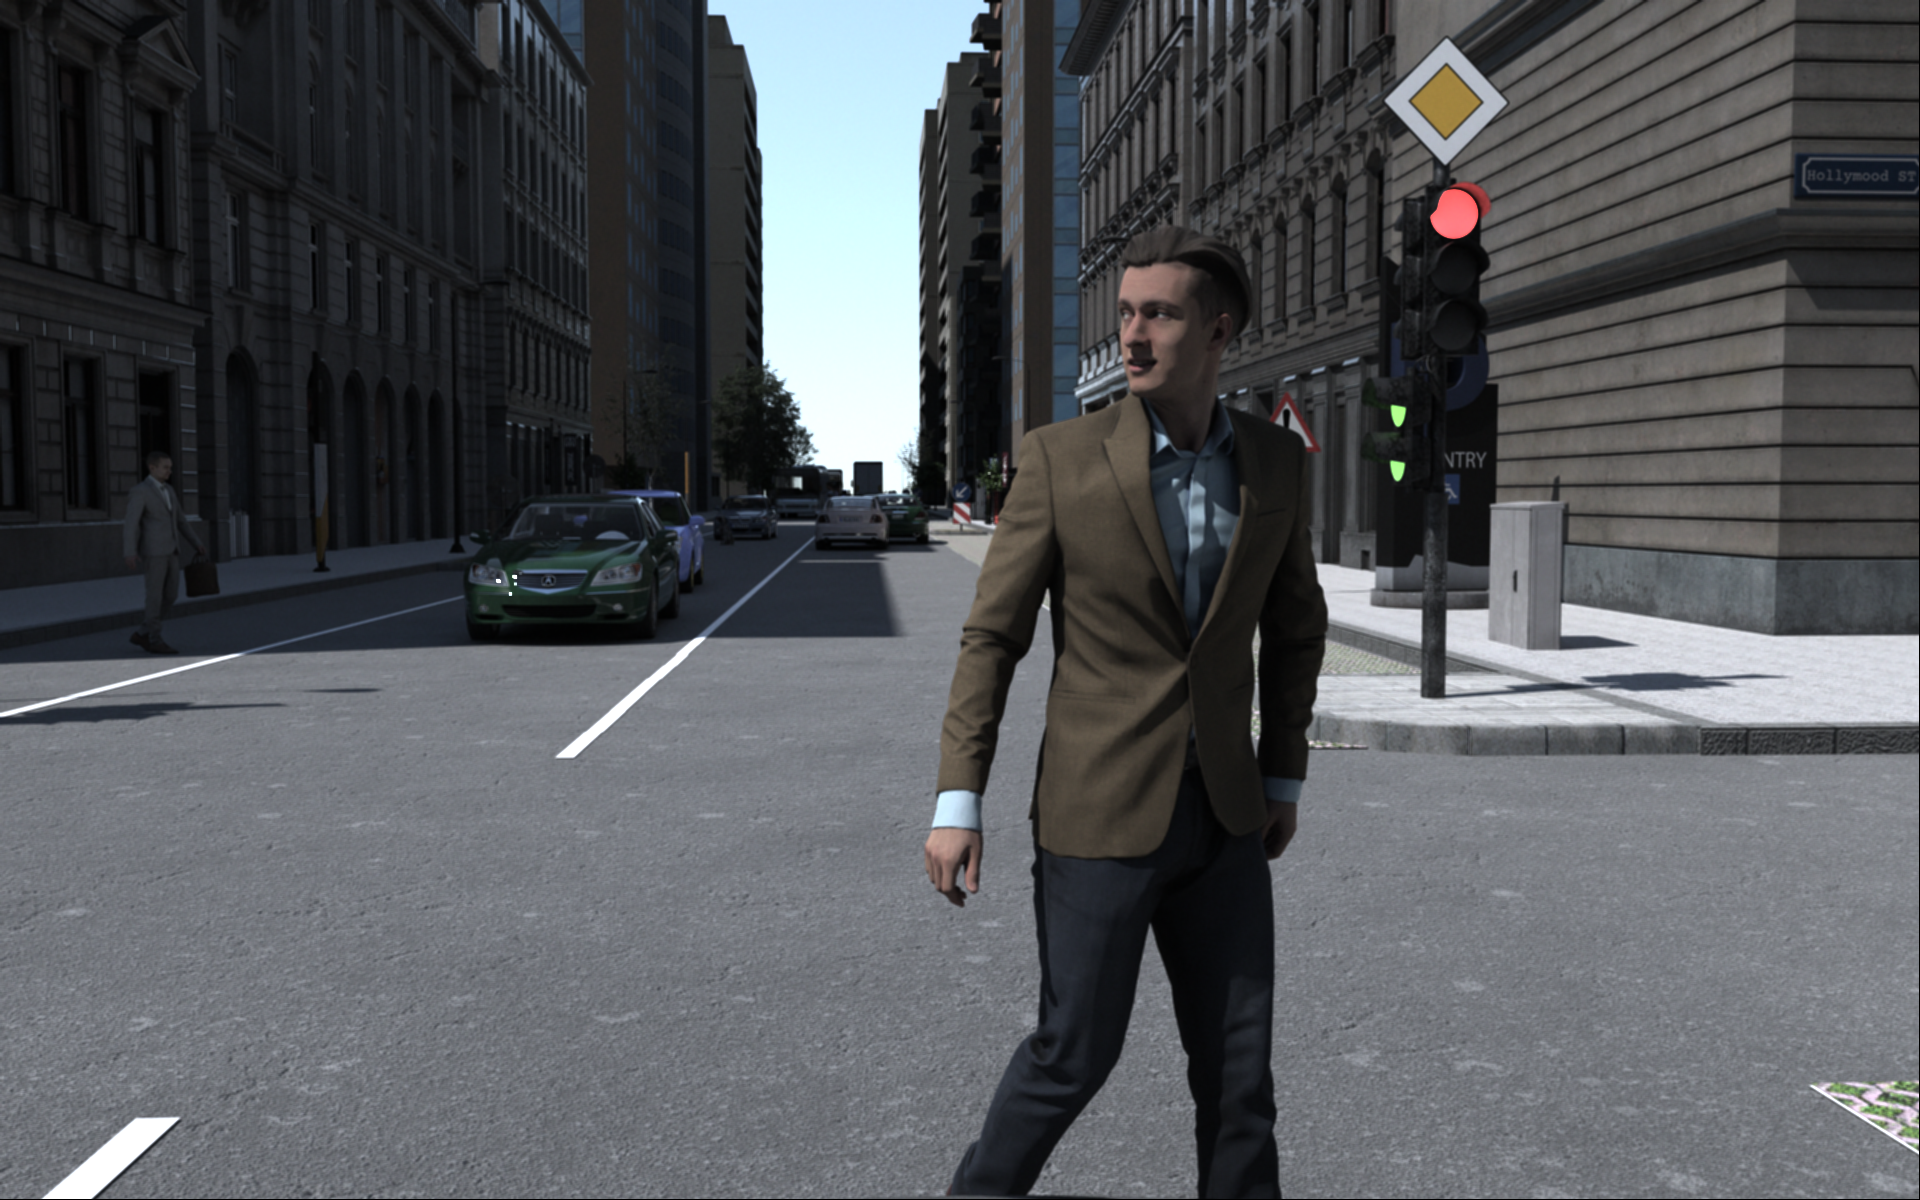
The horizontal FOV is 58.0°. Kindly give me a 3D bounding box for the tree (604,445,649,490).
[{"bbox_3d":[-13.048,-4.538,68.796,1.663,3.219,1.824,0,3,0],"label":"tree"}]

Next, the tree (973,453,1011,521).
[{"bbox_3d":[1.662,-5.320,81.583,1.663,3.219,1.824,0,3,0],"label":"tree"}]

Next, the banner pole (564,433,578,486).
[{"bbox_3d":[-14.255,-4.447,62.731,0.863,3.779,0.401,-2,4,-28],"label":"banner pole"}]

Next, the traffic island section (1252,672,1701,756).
[{"bbox_3d":[3.005,0.694,10.927,2.009,0.180,2.903,0,4,-3],"label":"traffic island section"}]

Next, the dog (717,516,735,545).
[{"bbox_3d":[-6.609,-1.952,48.760,0.513,0.831,0.800,0,4,-6],"label":"dog"}]

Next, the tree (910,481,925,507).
[{"bbox_3d":[-4.082,-10.914,173.045,1.663,3.219,1.824,0,3,0],"label":"tree"}]

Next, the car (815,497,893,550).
[{"bbox_3d":[-2.829,-2.051,45.904,2.083,1.381,4.827,0,4,-1],"label":"car"}]

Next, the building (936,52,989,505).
[{"bbox_3d":[8.748,-34.508,187.901,21.300,48.544,21.600,0,4,-3],"label":"building"}]

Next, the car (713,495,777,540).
[{"bbox_3d":[-6.852,-2.666,55.587,2.014,1.417,4.499,0,4,-2],"label":"car"}]

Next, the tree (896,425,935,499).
[{"bbox_3d":[-4.333,-14.056,180.173,4.360,8.622,3.978,0,3,0],"label":"tree"}]

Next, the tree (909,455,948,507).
[{"bbox_3d":[-2.705,-10.022,147.571,4.285,4.588,4.351,0,3,0],"label":"tree"}]

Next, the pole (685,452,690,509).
[{"bbox_3d":[-13.181,-5.503,83.815,0.158,3.312,0.155,0,3,0],"label":"pole"}]

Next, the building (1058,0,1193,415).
[{"bbox_3d":[9.145,-13.133,65.634,10.553,20.767,40.483,0,4,-3],"label":"building"}]

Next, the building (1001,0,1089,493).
[{"bbox_3d":[9.738,-27.202,94.865,14.600,45.320,14.200,0,4,-3],"label":"building"}]

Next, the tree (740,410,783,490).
[{"bbox_3d":[-17.493,-12.291,151.318,4.360,8.622,3.978,0,3,0],"label":"tree"}]

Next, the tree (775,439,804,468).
[{"bbox_3d":[-20.444,-15.370,201.657,4.737,8.622,4.395,0,3,0],"label":"tree"}]

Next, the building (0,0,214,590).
[{"bbox_3d":[-17.372,-9.536,20.549,10.561,19.102,19.286,0,4,-3],"label":"building"}]

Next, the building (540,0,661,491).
[{"bbox_3d":[-23.708,-26.974,91.132,14.600,45.320,14.200,0,4,-3],"label":"building"}]

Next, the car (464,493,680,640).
[{"bbox_3d":[-4.051,-0.415,18.591,2.131,1.459,4.920,0,4,-5],"label":"car"}]

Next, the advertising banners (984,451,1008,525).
[{"bbox_3d":[1.517,-4.624,71.792,0.090,3.025,2.074,-2,4,-26],"label":"advertising banners"}]

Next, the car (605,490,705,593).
[{"bbox_3d":[-4.801,-1.013,26.147,1.945,1.707,3.694,0,4,-5],"label":"car"}]

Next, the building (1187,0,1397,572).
[{"bbox_3d":[11.056,-11.441,36.204,9.793,20.994,18.267,0,4,-3],"label":"building"}]

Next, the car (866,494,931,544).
[{"bbox_3d":[-1.886,-2.390,50.880,2.131,1.459,4.920,0,4,-3],"label":"car"}]

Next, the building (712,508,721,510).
[{"bbox_3d":[-35.840,-27.304,138.305,32.217,40.220,23.993,0,4,-3],"label":"building"}]

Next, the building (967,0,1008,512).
[{"bbox_3d":[12.027,-28.251,116.536,22.147,44.769,28.867,0,4,-3],"label":"building"}]

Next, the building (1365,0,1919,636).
[{"bbox_3d":[23.976,-12.349,20.986,34.723,24.649,14.460,0,4,-3],"label":"building"}]

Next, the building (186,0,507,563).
[{"bbox_3d":[-20.214,-12.278,42.551,13.314,21.916,24.055,0,4,-3],"label":"building"}]

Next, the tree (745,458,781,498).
[{"bbox_3d":[-17.694,-10.544,156.104,4.285,4.588,4.351,0,3,0],"label":"tree"}]

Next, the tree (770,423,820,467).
[{"bbox_3d":[-23.241,-19.051,237.232,9.928,11.665,9.643,0,3,0],"label":"tree"}]

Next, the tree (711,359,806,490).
[{"bbox_3d":[-19.311,-15.635,162.289,9.857,13.997,8.962,0,3,0],"label":"tree"}]

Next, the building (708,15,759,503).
[{"bbox_3d":[-32.311,-34.020,179.927,21.300,48.544,21.600,0,4,-3],"label":"building"}]

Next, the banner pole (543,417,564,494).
[{"bbox_3d":[-13.466,-4.086,56.817,0.401,3.779,0.863,-3,4,-37],"label":"banner pole"}]

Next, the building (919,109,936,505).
[{"bbox_3d":[6.063,-35.819,209.345,21.300,48.544,21.600,0,4,-3],"label":"building"}]

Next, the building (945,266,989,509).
[{"bbox_3d":[13.235,-18.447,146.644,27.650,21.520,28.899,0,4,-3],"label":"building"}]

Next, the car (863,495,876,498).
[{"bbox_3d":[-5.605,-6.064,111.513,2.083,1.381,4.827,0,4,-4],"label":"car"}]

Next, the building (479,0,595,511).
[{"bbox_3d":[-19.762,-13.142,64.014,9.793,20.994,18.267,0,4,-3],"label":"building"}]

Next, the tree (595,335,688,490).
[{"bbox_3d":[-14.294,-7.881,79.222,4.360,8.622,3.978,0,3,0],"label":"tree"}]

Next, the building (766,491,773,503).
[{"bbox_3d":[-39.755,-32.145,217.453,32.217,40.220,23.993,0,4,-3],"label":"building"}]

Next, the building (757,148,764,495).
[{"bbox_3d":[-29.971,-31.486,198.397,14.154,41.232,14.086,0,4,-3],"label":"building"}]

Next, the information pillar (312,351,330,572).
[{"bbox_3d":[-10.574,-2.281,28.642,0.183,3.616,0.504,0,4,-6],"label":"information pillar"}]

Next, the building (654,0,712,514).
[{"bbox_3d":[-28.070,-34.868,112.084,21.231,58.520,28.212,0,4,-3],"label":"building"}]
